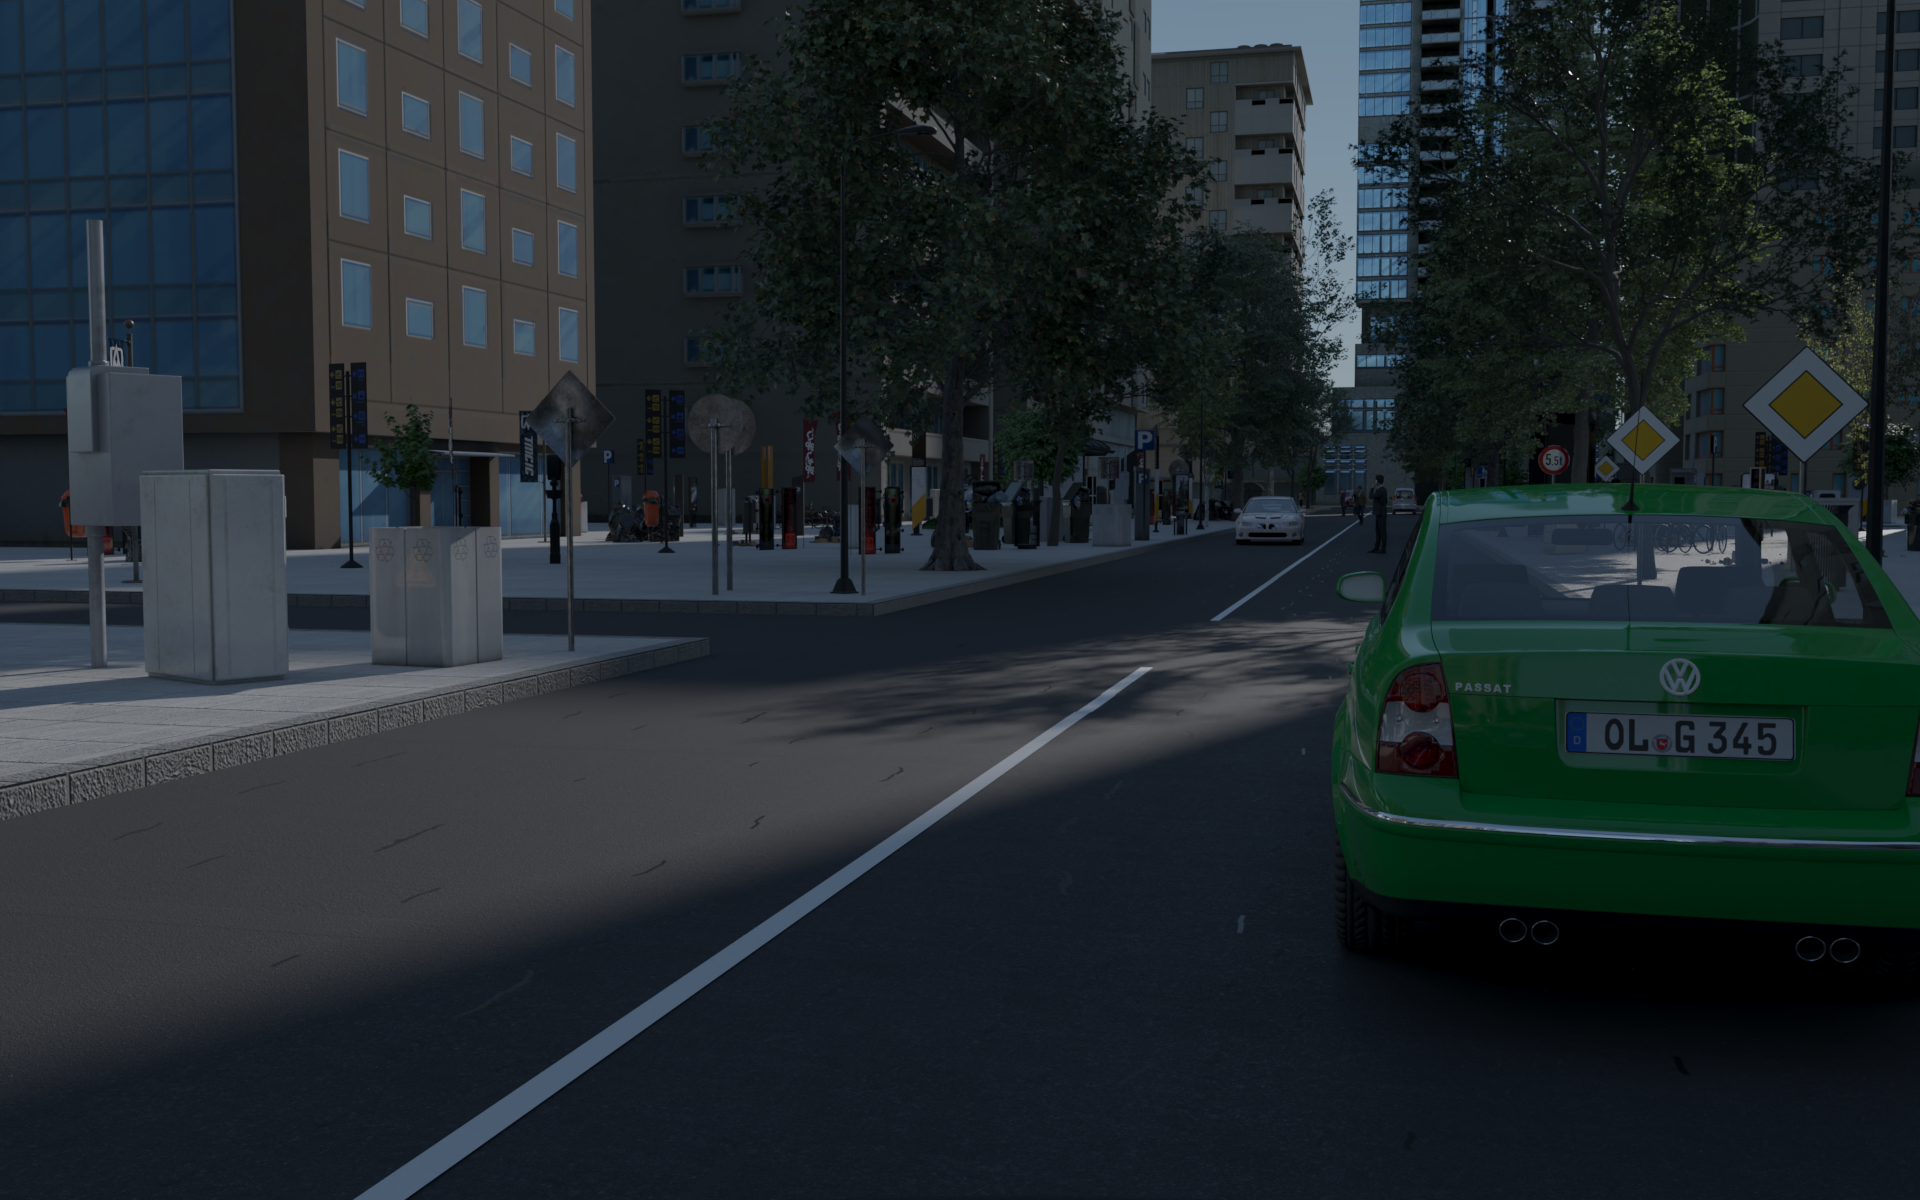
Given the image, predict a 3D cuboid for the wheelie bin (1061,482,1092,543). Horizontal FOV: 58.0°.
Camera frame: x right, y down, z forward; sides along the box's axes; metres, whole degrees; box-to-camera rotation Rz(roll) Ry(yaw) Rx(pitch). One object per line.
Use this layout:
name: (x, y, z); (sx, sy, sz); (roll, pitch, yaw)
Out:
wheelie bin: (3.080, -2.303, 45.563); (0.693, 1.594, 0.980); (-1, 4, -17)

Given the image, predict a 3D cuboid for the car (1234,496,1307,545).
car: (9.054, -2.326, 50.395); (2.083, 1.381, 4.827); (1, 4, 13)

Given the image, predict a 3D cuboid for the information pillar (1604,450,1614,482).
information pillar: (32.362, -5.812, 86.381); (0.504, 3.616, 0.183); (2, 4, 35)

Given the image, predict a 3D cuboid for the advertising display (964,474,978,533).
advertising display: (0.108, -3.131, 56.399); (0.974, 1.923, 0.123); (-1, 4, -9)

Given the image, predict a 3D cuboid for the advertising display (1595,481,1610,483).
advertising display: (31.812, -4.950, 86.139); (0.974, 1.923, 0.123); (0, 4, 1)

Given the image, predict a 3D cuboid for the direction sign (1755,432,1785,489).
direction sign: (29.330, -4.338, 62.916); (0.876, 3.537, 0.379); (2, 4, 32)

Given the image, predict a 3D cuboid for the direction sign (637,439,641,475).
direction sign: (-12.953, -4.850, 71.289); (0.379, 3.537, 0.876); (2, 4, 35)

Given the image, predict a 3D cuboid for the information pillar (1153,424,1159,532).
information pillar: (6.579, -4.071, 57.921); (0.183, 3.616, 0.504); (0, 4, -1)

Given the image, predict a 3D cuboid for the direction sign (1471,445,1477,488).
direction sign: (23.626, -5.363, 79.682); (0.379, 3.537, 0.876); (2, 4, 32)

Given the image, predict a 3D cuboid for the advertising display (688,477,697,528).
advertising display: (-10.201, -3.724, 66.102); (0.123, 1.923, 0.974); (0, 4, 5)

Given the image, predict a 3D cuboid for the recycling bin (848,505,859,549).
recycling bin: (-2.405, -1.728, 40.811); (0.722, 1.027, 0.722); (0, 4, 5)

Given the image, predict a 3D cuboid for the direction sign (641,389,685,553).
direction sign: (-6.404, -2.794, 37.683); (0.876, 3.537, 0.379); (-2, 4, -25)

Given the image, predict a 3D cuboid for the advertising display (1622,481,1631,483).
advertising display: (33.857, -5.082, 88.297); (0.974, 1.923, 0.123); (0, 4, 1)

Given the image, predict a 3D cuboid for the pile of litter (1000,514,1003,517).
pile of litter: (2.153, -4.325, 84.685); (1.719, 0.858, 1.176); (-1, 4, -14)

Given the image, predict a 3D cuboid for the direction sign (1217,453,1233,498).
direction sign: (13.653, -5.938, 89.078); (0.876, 3.537, 0.379); (1, 4, 18)

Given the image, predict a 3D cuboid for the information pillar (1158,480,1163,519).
information pillar: (10.234, -5.162, 88.883); (0.304, 2.012, 0.304); (-1, 4, -11)

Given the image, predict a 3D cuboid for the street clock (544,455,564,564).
street clock: (-7.454, -1.668, 31.840); (0.358, 2.002, 0.471); (-1, 4, -9)

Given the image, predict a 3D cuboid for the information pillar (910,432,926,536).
information pillar: (-1.277, -3.798, 53.457); (0.504, 3.616, 0.183); (2, 4, 32)

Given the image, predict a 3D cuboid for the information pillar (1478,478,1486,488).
information pillar: (23.411, -4.479, 77.727); (0.304, 2.012, 0.304); (1, 4, 11)

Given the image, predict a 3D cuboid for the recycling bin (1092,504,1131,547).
recycling bin: (3.732, -1.836, 42.568); (0.722, 1.027, 0.722); (3, 4, 38)

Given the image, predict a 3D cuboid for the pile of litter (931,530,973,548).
pile of litter: (-0.087, -1.701, 41.775); (1.176, 0.858, 1.719); (2, 4, 34)

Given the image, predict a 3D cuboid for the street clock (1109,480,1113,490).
street clock: (7.669, -5.120, 88.274); (0.358, 2.002, 0.471); (2, 4, 26)

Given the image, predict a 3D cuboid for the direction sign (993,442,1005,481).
direction sign: (1.624, -4.927, 72.549); (0.379, 3.537, 0.876); (2, 4, 34)

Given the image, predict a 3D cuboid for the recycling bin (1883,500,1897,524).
recycling bin: (40.031, -3.815, 74.929); (0.722, 1.027, 0.722); (-3, 5, -43)

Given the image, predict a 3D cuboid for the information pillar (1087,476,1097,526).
information pillar: (5.253, -3.958, 69.199); (0.304, 2.012, 0.304); (2, 4, 34)

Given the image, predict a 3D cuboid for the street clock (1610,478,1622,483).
street clock: (29.777, -4.529, 78.616); (0.471, 2.002, 0.358); (3, 4, 38)

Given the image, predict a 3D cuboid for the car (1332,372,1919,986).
car: (2.395, 0.137, 6.561); (1.959, 1.807, 4.718); (1, 4, 15)

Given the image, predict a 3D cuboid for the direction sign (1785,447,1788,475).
direction sign: (34.329, -4.947, 72.877); (0.876, 3.537, 0.379); (2, 4, 33)

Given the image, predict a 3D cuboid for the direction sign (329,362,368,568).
direction sign: (-10.571, -2.324, 29.989); (0.876, 3.537, 0.379); (2, 4, 28)

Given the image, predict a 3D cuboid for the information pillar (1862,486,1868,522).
information pillar: (41.576, -5.384, 79.376); (0.183, 3.616, 0.504); (-3, 5, -43)

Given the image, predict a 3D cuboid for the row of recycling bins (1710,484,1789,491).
row of recycling bins: (33.758, -4.120, 74.469); (3.534, 1.692, 1.069); (0, 4, 2)

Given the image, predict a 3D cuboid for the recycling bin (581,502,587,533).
recycling bin: (-12.779, -2.723, 57.076); (0.722, 1.027, 0.722); (2, 4, 24)

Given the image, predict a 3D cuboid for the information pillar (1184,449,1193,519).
information pillar: (11.694, -5.955, 88.723); (0.504, 3.616, 0.183); (-2, 4, -26)

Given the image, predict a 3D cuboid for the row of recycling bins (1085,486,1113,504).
row of recycling bins: (6.607, -4.867, 86.687); (3.534, 1.692, 1.069); (0, 4, -8)

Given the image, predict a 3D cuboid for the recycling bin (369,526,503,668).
recycling bin: (-3.984, -0.039, 13.195); (0.722, 1.027, 0.722); (1, 4, 21)

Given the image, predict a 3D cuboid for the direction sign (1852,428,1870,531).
direction sign: (30.975, -4.124, 59.428); (0.876, 3.537, 0.379); (-1, 4, -17)

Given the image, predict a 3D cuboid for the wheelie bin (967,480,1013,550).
wheelie bin: (0.632, -1.948, 39.752); (0.980, 1.594, 0.693); (0, 4, 6)

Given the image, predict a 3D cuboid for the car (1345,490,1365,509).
car: (37.327, -9.510, 164.162); (2.281, 1.827, 5.304); (1, 4, 12)

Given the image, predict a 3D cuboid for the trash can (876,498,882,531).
trash can: (-3.055, -2.932, 59.589); (0.748, 1.137, 0.748); (0, 3, 0)

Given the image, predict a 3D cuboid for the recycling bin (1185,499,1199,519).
recycling bin: (12.052, -4.760, 90.384); (0.722, 1.027, 0.722); (3, 5, 41)

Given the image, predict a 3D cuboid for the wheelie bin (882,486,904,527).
wheelie bin: (-2.581, -3.648, 67.546); (0.980, 1.594, 0.693); (-3, 5, -44)

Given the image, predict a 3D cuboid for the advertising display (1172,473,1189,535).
advertising display: (6.925, -3.006, 54.359); (0.123, 1.923, 0.974); (2, 4, 33)

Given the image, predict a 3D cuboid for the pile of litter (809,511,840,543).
pile of litter: (-3.100, -1.945, 45.772); (1.719, 0.858, 1.176); (0, 4, 3)

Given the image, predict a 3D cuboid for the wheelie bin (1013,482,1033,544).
wheelie bin: (1.464, -2.246, 44.638); (0.693, 1.594, 0.980); (-2, 4, -28)

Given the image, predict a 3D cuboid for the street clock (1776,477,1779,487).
street clock: (33.088, -4.041, 70.635); (0.358, 2.002, 0.471); (-3, 4, -36)

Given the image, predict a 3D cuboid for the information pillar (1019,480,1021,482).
information pillar: (2.831, -5.508, 81.412); (0.183, 3.616, 0.504); (-1, 4, -13)

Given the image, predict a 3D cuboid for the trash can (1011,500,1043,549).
trash can: (1.564, -1.756, 40.369); (0.748, 1.137, 0.748); (0, 3, 0)

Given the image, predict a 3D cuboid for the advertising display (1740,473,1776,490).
advertising display: (24.042, -2.875, 52.217); (0.974, 1.923, 0.123); (1, 4, 11)

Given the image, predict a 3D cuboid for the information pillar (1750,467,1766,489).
information pillar: (21.851, -2.630, 47.489); (0.304, 2.012, 0.304); (-3, 5, -41)

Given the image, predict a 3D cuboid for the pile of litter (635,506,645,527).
pile of litter: (-11.419, -3.032, 63.541); (1.176, 0.858, 1.719); (1, 4, 18)
